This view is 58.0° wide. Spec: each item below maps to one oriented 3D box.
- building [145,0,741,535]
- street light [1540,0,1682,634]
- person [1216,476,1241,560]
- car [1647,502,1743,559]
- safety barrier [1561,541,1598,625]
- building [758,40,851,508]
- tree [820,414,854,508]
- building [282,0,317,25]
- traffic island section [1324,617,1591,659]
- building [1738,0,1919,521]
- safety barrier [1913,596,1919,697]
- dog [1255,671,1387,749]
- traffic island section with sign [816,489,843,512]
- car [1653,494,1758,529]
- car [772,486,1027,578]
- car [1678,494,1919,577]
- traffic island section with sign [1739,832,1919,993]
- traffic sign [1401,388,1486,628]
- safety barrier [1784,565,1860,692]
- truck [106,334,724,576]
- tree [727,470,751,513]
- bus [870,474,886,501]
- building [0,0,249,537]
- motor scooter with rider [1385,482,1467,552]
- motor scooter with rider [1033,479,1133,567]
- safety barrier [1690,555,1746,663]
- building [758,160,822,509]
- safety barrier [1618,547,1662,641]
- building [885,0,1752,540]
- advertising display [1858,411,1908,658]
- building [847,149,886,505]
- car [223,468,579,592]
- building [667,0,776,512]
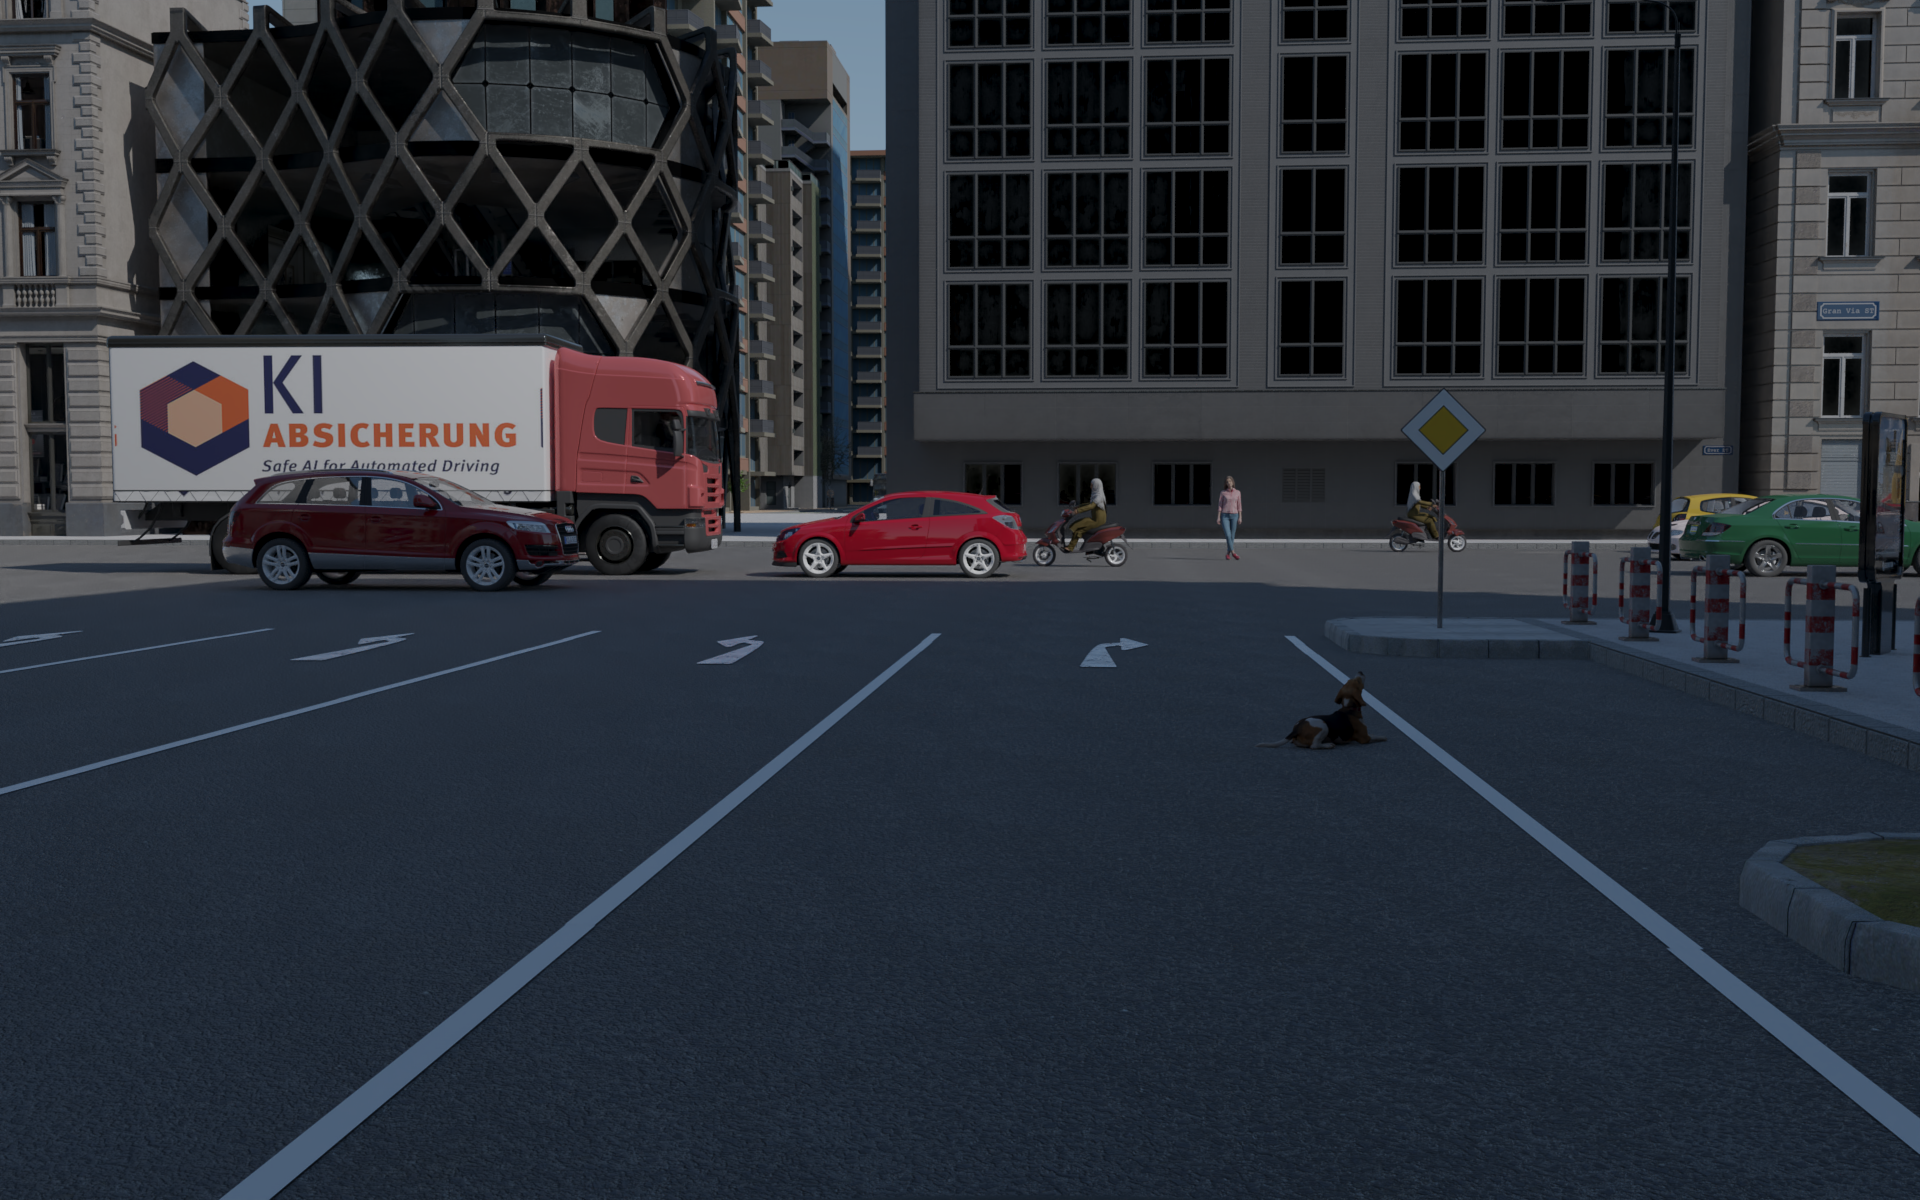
[{"bbox_3d":[-15.635,-11.665,58.179,16.811,18.784,16.820,0,4,5],"label":"building"},{"bbox_3d":[5.998,-2.657,15.976,1.470,5.913,1.316,0,4,5],"label":"street light"},{"bbox_3d":[5.844,-1.782,37.647,0.555,1.821,0.388,-1,4,-10],"label":"person"},{"bbox_3d":[17.447,-1.539,37.526,4.827,1.381,2.083,0,4,5],"label":"car"},{"bbox_3d":[6.101,-0.170,17.051,0.300,0.817,1.120,0,4,5],"label":"safety barrier"},{"bbox_3d":[-18.781,-31.784,169.773,14.200,45.320,14.600,0,4,5],"label":"building"},{"bbox_3d":[-11.986,-12.807,159.758,4.360,8.622,3.978,0,3,0],"label":"tree"},{"bbox_3d":[-50.812,-44.634,168.010,20.611,71.187,20.563,0,4,5],"label":"building"},{"bbox_3d":[4.610,0.349,16.577,2.009,0.180,2.903,0,4,5],"label":"traffic island section"},{"bbox_3d":[34.604,-15.521,51.035,25.104,27.353,12.463,0,4,5],"label":"building"},{"bbox_3d":[5.442,0.299,9.390,0.300,0.817,1.120,0,4,5],"label":"safety barrier"},{"bbox_3d":[2.077,0.627,9.948,0.748,0.427,0.550,1,4,13],"label":"dog"},{"bbox_3d":[-10.542,-8.082,140.765,1.989,1.847,2.006,0,4,5],"label":"traffic island section with sign"},{"bbox_3d":[18.931,-1.936,41.885,3.980,1.641,2.015,0,4,3],"label":"car"},{"bbox_3d":[-1.069,-1.302,30.324,4.494,1.783,2.155,0,4,4],"label":"car"},{"bbox_3d":[15.359,-1.152,30.626,4.920,1.459,2.131,0,4,4],"label":"car"},{"bbox_3d":[3.674,0.192,5.487,1.989,1.847,2.006,0,4,5],"label":"traffic island section with sign"},{"bbox_3d":[4.586,-0.787,16.502,0.795,2.450,0.064,0,4,5],"label":"traffic sign"},{"bbox_3d":[5.610,0.182,11.299,0.300,0.817,1.120,0,4,5],"label":"safety barrier"},{"bbox_3d":[-9.400,-2.610,31.589,11.283,4.237,2.839,0,4,3],"label":"truck"},{"bbox_3d":[-15.051,-7.432,116.108,1.663,3.219,1.824,0,3,0],"label":"tree"},{"bbox_3d":[-4.724,-8.542,134.528,2.948,3.499,13.247,0,4,5],"label":"bus"},{"bbox_3d":[-34.583,-13.954,57.026,19.941,23.489,11.050,0,4,5],"label":"building"},{"bbox_3d":[11.500,-2.064,42.713,1.986,1.779,0.876,0,4,5],"label":"motor scooter with rider"},{"bbox_3d":[2.429,-1.543,34.199,1.986,1.779,0.876,0,4,5],"label":"motor scooter with rider"},{"bbox_3d":[5.772,0.065,13.209,0.300,0.817,1.120,0,4,5],"label":"safety barrier"},{"bbox_3d":[-20.052,-23.124,149.780,14.160,30.474,14.107,0,4,5],"label":"building"},{"bbox_3d":[5.941,-0.053,15.136,0.300,0.817,1.120,0,4,5],"label":"safety barrier"},{"bbox_3d":[10.182,-15.912,53.671,24.014,27.812,14.314,0,4,5],"label":"building"},{"bbox_3d":[7.398,-0.531,13.892,0.123,1.923,0.974,3,5,40],"label":"advertising display"},{"bbox_3d":[-5.942,-34.494,218.607,28.867,44.769,22.147,0,4,5],"label":"building"},{"bbox_3d":[-8.480,-1.089,26.481,5.304,1.827,2.281,0,4,6],"label":"car"},{"bbox_3d":[-26.029,-28.950,127.956,22.147,44.769,28.867,0,4,5],"label":"building"}]
